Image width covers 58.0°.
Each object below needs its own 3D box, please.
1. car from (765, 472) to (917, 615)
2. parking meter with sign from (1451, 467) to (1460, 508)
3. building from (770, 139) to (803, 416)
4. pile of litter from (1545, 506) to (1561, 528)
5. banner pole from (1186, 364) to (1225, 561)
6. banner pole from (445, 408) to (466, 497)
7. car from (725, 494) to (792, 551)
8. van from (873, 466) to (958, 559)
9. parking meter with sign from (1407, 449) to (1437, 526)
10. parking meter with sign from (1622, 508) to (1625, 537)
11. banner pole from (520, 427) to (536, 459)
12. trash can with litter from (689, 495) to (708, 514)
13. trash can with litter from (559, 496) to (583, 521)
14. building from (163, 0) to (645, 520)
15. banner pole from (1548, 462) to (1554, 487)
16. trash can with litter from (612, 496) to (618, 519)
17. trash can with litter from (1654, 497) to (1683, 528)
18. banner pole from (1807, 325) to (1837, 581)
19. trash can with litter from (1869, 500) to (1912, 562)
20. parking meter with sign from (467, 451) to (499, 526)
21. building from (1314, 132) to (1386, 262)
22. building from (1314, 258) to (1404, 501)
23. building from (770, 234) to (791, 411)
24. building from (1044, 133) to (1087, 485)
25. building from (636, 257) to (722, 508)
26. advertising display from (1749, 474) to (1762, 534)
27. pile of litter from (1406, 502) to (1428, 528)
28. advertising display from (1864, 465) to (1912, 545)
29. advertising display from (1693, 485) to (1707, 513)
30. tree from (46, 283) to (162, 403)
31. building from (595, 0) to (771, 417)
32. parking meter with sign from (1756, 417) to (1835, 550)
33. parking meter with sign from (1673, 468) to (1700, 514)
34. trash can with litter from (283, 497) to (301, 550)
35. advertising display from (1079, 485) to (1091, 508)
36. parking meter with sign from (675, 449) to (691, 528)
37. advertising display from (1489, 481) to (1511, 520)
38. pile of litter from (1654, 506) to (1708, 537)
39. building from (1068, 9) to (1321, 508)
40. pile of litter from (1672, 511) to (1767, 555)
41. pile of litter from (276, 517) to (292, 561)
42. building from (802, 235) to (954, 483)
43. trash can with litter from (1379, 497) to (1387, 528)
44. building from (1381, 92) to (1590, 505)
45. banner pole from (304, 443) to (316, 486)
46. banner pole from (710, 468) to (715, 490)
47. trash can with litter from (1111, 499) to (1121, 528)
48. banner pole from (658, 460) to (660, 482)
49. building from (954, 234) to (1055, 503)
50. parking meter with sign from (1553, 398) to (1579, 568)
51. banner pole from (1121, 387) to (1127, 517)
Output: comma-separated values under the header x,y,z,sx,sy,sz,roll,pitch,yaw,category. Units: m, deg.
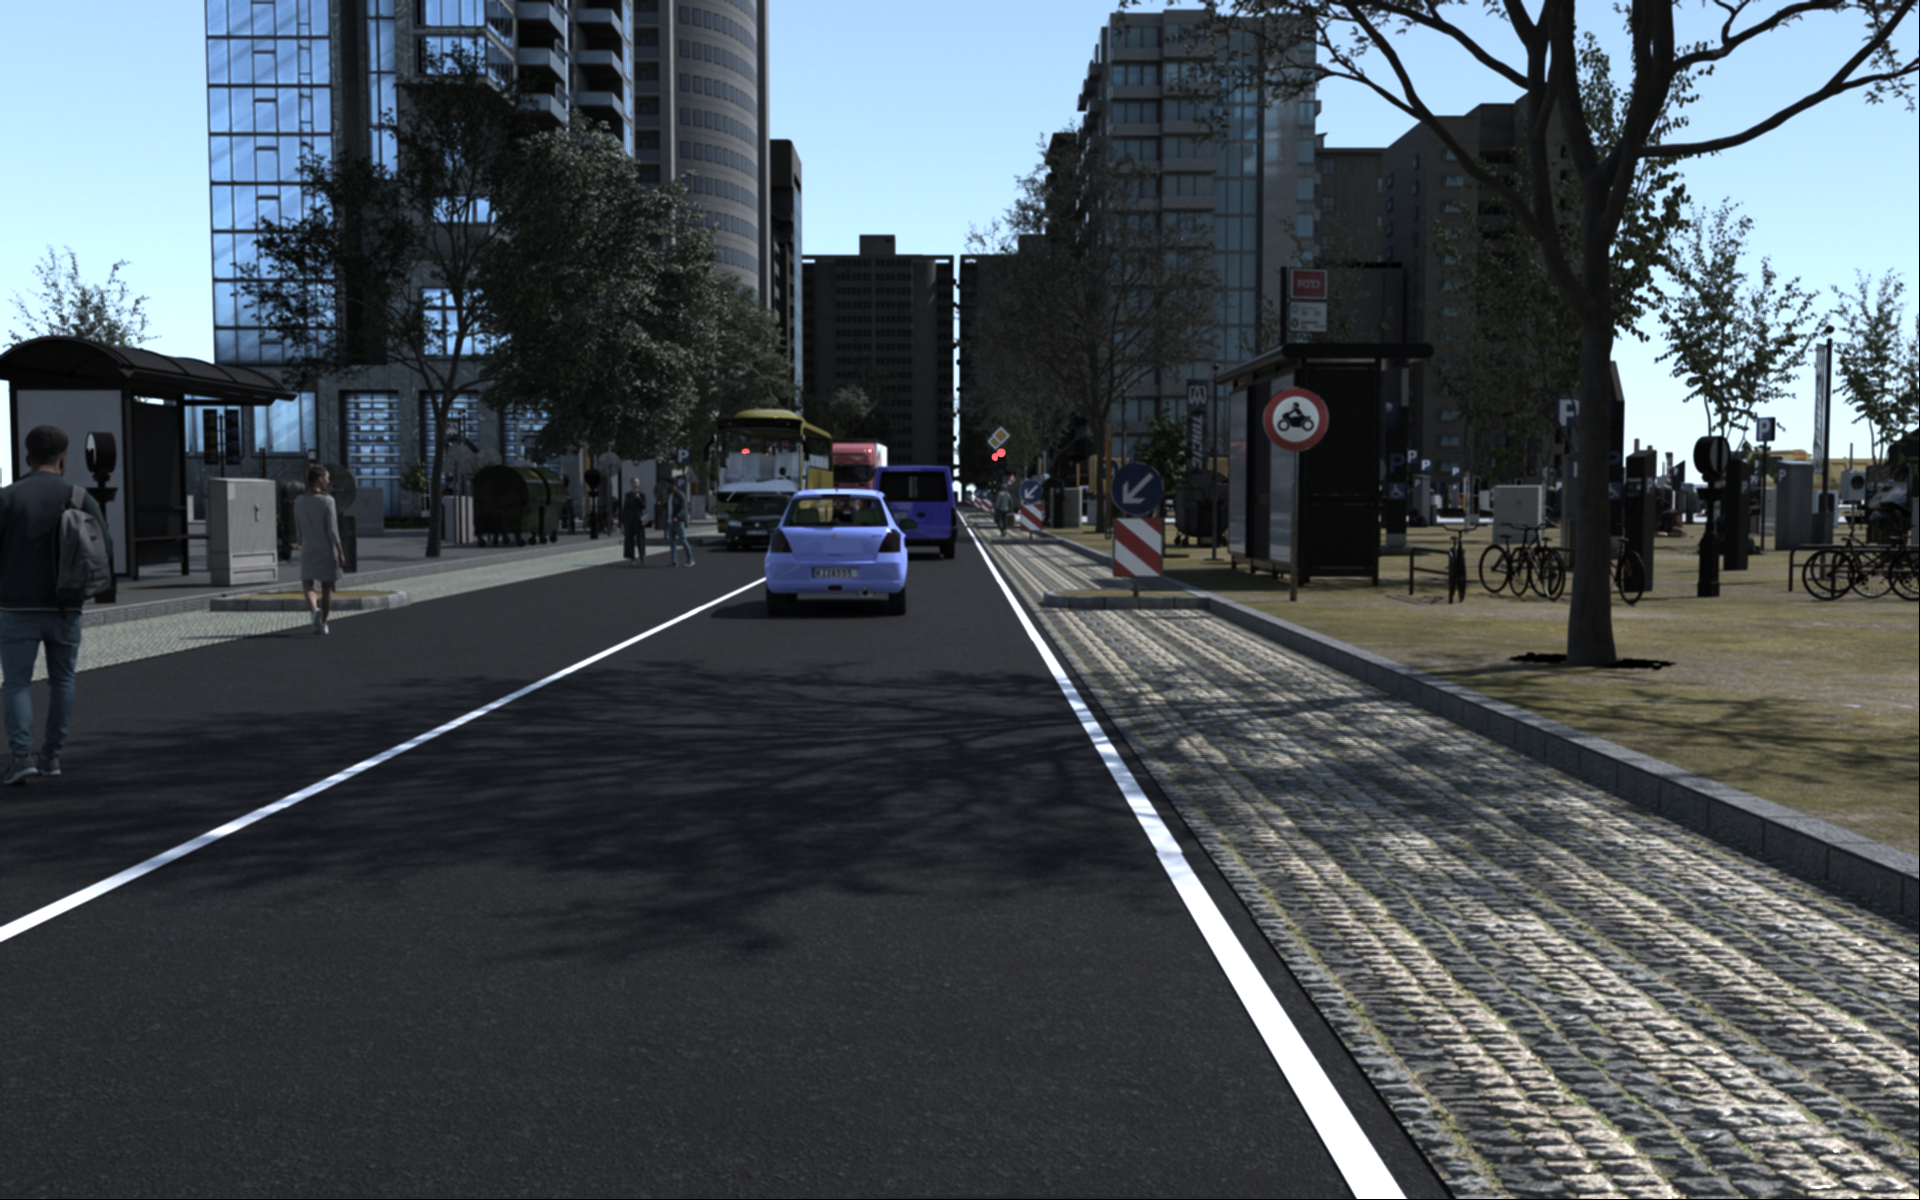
x,y,z,sx,sy,sz,roll,pitch,yaw,category
-1.510,-0.750,21.861,1.945,1.707,3.694,0,4,-2,car
32.114,-7.102,112.378,0.543,3.016,1.738,1,4,19,parking meter with sign
-27.200,-34.530,214.683,14.200,45.320,14.600,0,4,0,building
22.526,-3.158,65.595,1.176,0.858,1.719,3,4,36,pile of litter
4.698,-2.647,33.296,0.863,3.779,0.401,-1,4,-20,banner pole
-14.567,-3.683,50.229,0.863,3.779,0.401,-3,5,-43,banner pole
-4.973,-2.134,44.673,2.009,1.686,4.222,0,4,1,car
-1.104,-2.175,39.945,2.240,2.365,5.245,0,4,-2,van
18.255,-4.411,68.374,0.543,3.016,1.738,3,5,43,parking meter with sign
19.053,-3.414,52.081,1.738,3.016,0.543,1,4,15,parking meter with sign
-16.193,-4.566,64.669,0.863,3.779,0.401,1,4,11,banner pole
-18.963,-7.045,126.241,2.233,1.210,1.678,-3,5,-43,trash can with litter
-19.014,-4.358,82.303,2.233,1.210,1.678,0,4,6,trash can with litter
-30.414,-48.154,99.993,22.319,86.520,31.000,0,4,0,building
46.461,-8.949,136.336,0.401,3.779,0.863,-1,4,-15,banner pole
-18.045,-4.859,90.835,0.624,1.170,1.055,-2,4,-34,trash can with litter
25.837,-3.175,63.297,1.055,1.170,0.624,0,4,-7,trash can with litter
12.708,-2.173,25.549,0.401,3.779,0.863,3,5,42,banner pole
17.800,-1.304,32.711,1.055,1.170,0.624,-1,4,-16,trash can with litter
-19.602,-4.518,70.134,1.738,3.016,0.543,-2,4,-31,parking meter with sign
60.128,-41.062,260.600,27.495,52.752,28.713,0,4,0,building
46.497,-27.184,216.163,14.107,30.474,14.160,0,4,0,building
-26.247,-25.632,190.790,14.160,30.474,14.107,0,4,0,building
21.386,-33.809,207.402,22.147,44.769,28.867,0,4,0,building
-34.891,-18.030,139.823,27.650,21.520,28.899,0,4,0,building
25.263,-3.092,55.773,0.974,1.923,0.123,1,4,10,advertising display
17.302,-3.230,66.780,1.719,0.858,1.176,0,4,-6,pile of litter
20.597,-2.033,38.460,0.123,1.923,0.974,-2,4,-33,advertising display
50.306,-6.888,117.827,0.974,1.923,0.123,0,4,-2,advertising display
-29.467,-6.711,60.088,4.737,8.622,4.395,0,3,0,tree
-30.395,-38.335,168.781,21.231,58.520,28.212,0,4,0,building
19.092,-2.647,39.545,1.738,3.016,0.543,-1,4,-12,parking meter with sign
47.938,-7.210,114.151,1.738,3.016,0.543,-1,4,-12,parking meter with sign
-15.776,-1.767,39.946,1.678,1.210,2.233,2,4,34,trash can with litter
8.910,-7.247,123.706,0.974,1.923,0.123,2,4,30,advertising display
-10.650,-4.279,66.222,0.543,3.016,1.738,0,4,-3,parking meter with sign
26.171,-4.816,83.959,0.974,1.923,0.123,3,4,36,advertising display
21.011,-2.286,51.342,1.176,0.858,1.719,-3,5,-40,pile of litter
23.559,-34.092,177.012,23.786,49.044,30.456,0,4,0,building
16.262,-1.405,36.935,1.719,0.858,1.176,2,4,31,pile of litter
-13.521,-1.189,33.401,1.176,0.858,1.719,0,4,7,pile of litter
-12.515,-34.886,262.265,23.993,40.220,32.217,0,4,0,building
16.023,-3.258,64.650,1.055,1.170,0.624,-3,5,-43,trash can with litter
64.571,-35.987,212.083,21.600,48.544,21.300,0,4,0,building
-31.788,-5.789,84.670,0.401,3.779,0.863,2,4,34,banner pole
-19.238,-8.905,135.610,0.863,3.779,0.401,1,4,18,banner pole
6.077,-3.358,66.286,0.624,1.170,1.055,-2,4,-31,trash can with litter
-14.621,-5.638,82.199,0.863,3.779,0.401,-1,4,-21,banner pole
11.481,-34.862,261.868,23.993,40.220,32.217,0,4,0,building
10.858,-2.098,30.560,0.543,3.016,1.738,1,4,11,parking meter with sign
3.839,-3.088,40.503,0.401,3.779,0.863,0,4,-1,banner pole
